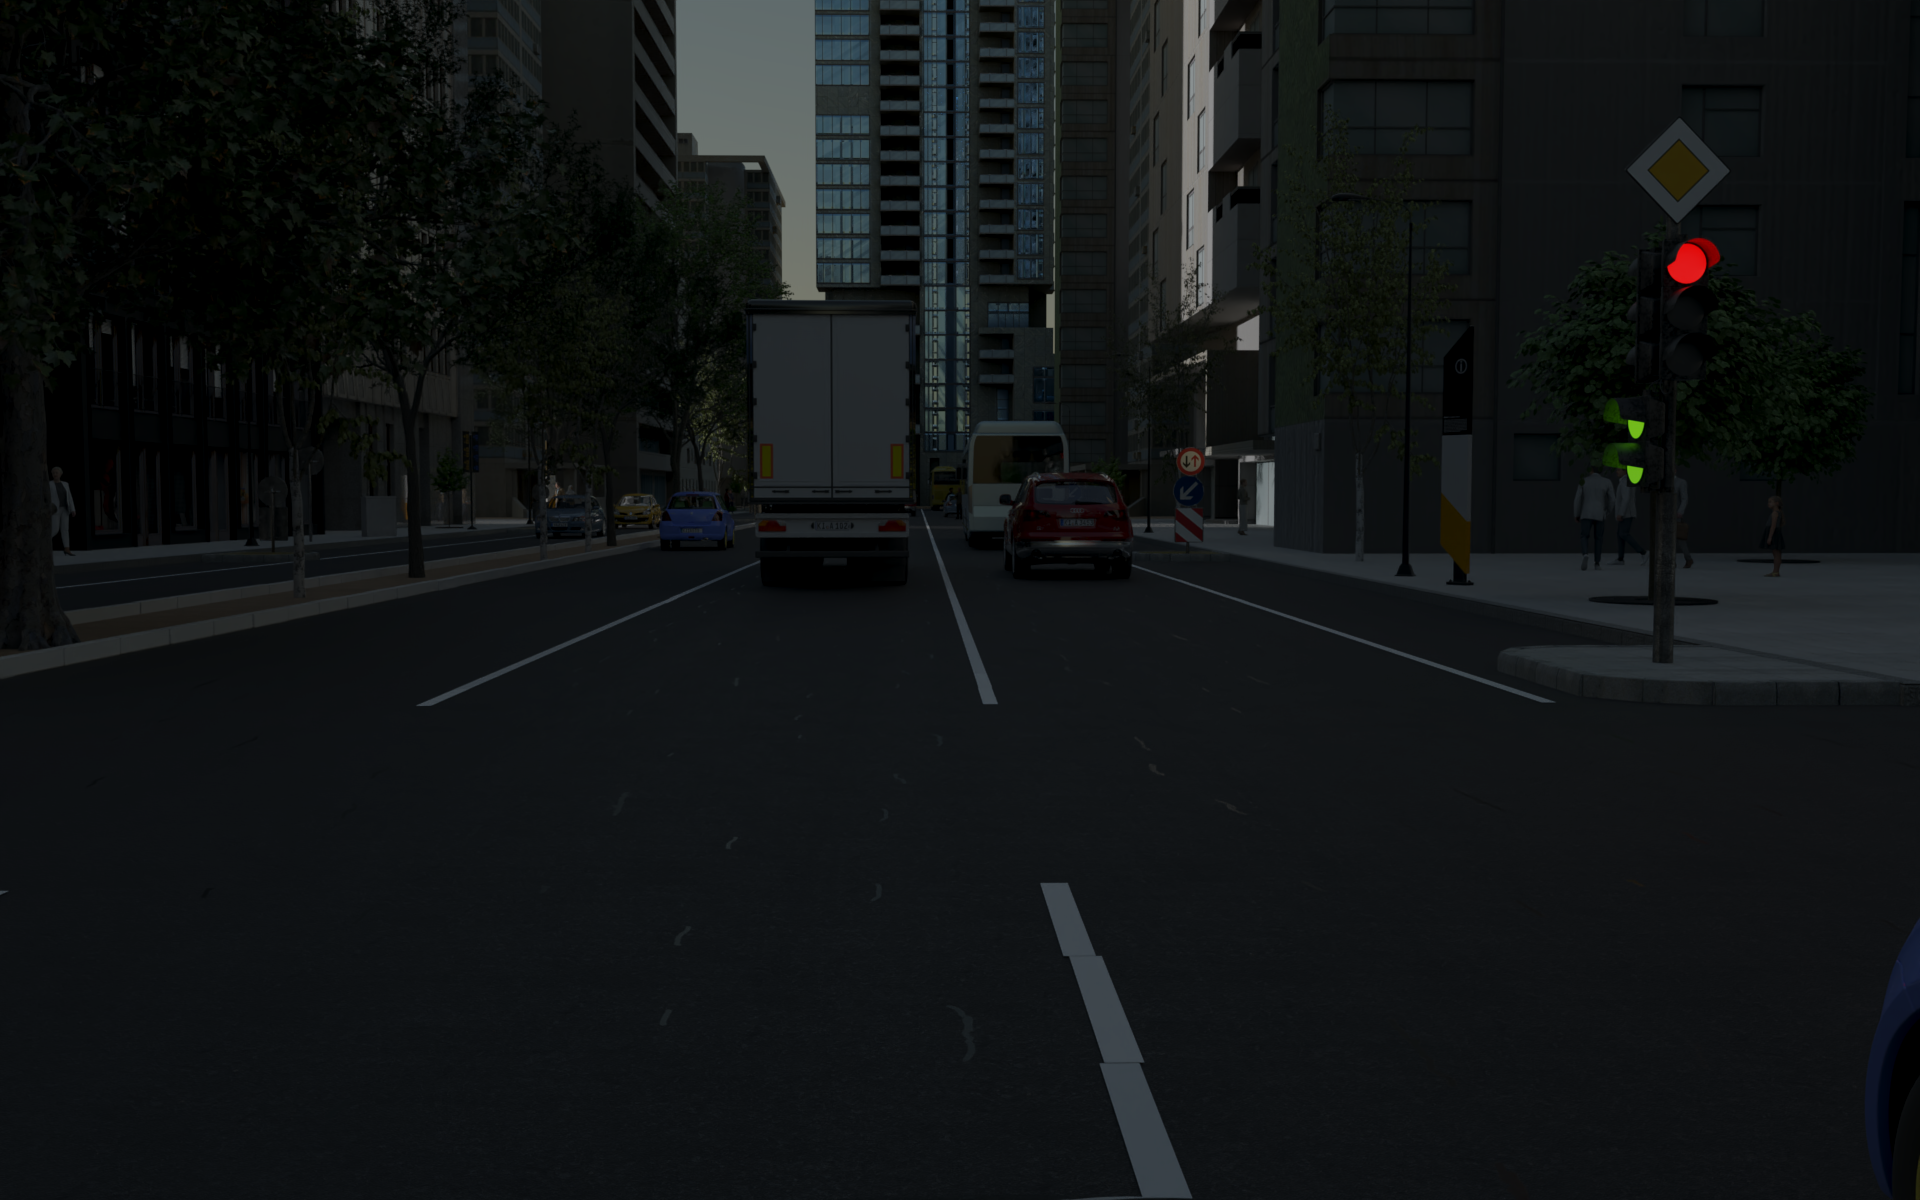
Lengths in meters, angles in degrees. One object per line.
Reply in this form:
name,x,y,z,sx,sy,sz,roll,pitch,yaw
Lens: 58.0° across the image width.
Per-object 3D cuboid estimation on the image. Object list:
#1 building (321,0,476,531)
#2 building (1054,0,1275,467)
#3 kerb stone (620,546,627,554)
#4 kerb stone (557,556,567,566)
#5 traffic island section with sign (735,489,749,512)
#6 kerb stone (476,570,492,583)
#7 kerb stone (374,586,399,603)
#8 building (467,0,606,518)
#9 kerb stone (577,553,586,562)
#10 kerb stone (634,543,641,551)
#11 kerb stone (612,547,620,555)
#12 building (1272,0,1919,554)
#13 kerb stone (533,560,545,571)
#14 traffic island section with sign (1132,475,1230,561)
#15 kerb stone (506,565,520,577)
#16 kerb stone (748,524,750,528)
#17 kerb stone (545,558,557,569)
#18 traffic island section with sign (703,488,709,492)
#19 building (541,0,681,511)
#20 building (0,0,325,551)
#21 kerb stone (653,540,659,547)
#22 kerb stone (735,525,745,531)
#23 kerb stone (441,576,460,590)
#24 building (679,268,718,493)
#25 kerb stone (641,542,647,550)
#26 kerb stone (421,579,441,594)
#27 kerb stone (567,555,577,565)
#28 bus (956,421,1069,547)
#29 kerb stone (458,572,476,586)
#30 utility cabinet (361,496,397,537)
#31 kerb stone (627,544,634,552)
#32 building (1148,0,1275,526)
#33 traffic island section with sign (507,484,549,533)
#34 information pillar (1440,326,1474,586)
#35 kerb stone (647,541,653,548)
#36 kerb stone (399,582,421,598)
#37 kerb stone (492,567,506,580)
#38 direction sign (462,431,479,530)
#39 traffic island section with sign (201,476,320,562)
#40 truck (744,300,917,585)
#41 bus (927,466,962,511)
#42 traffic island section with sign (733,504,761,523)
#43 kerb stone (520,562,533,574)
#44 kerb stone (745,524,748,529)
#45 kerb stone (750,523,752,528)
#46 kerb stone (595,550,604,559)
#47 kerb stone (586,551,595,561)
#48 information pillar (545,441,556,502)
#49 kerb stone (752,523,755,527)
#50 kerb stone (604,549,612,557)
building,-26.636,-15.037,63.879,12.078,24.808,19.932,0,4,-1
building,13.639,-26.908,123.547,14.154,41.232,14.086,0,4,-1
kerb stone,-8.207,-1.182,41.623,0.120,0.150,1.000,0,4,-1
kerb stone,-8.027,-0.739,34.444,0.120,0.150,1.000,0,4,-1
traffic island section with sign,-17.602,-8.145,141.799,1.989,1.847,2.006,0,4,-1
kerb stone,-7.870,-0.372,28.277,0.120,0.150,1.000,0,4,-1
kerb stone,-7.742,-0.059,23.158,0.120,0.150,1.000,0,4,-1
building,-37.429,-24.906,99.097,32.217,40.220,23.993,0,4,-1
kerb stone,-8.084,-0.868,36.493,0.120,0.150,1.000,0,4,-1
kerb stone,-8.258,-1.313,43.666,0.120,0.150,1.000,0,4,-1
kerb stone,-8.185,-1.115,40.593,0.120,0.150,1.000,0,4,-1
building,14.645,-21.982,43.000,14.154,41.232,14.086,0,4,-1
kerb stone,-7.975,-0.623,32.386,0.120,0.150,1.000,0,4,-1
traffic island section with sign,4.760,-1.783,37.778,1.989,1.847,2.006,0,4,-1
kerb stone,-7.919,-0.492,30.330,0.120,0.150,1.000,0,4,-1
kerb stone,-8.989,-3.069,72.369,0.120,0.150,1.000,0,4,-1
kerb stone,-7.997,-0.686,33.408,0.120,0.150,1.000,0,4,-1
traffic island section with sign,-16.925,-6.497,114.852,1.989,1.847,2.006,0,4,-1
building,-32.016,-30.484,122.116,21.300,48.544,21.600,0,4,-1
building,-26.039,-13.236,46.082,12.332,23.373,15.834,0,4,-1
kerb stone,-8.335,-1.501,46.741,0.120,0.150,1.000,0,4,-1
kerb stone,-8.930,-2.943,70.318,0.120,0.150,1.000,0,4,-1
kerb stone,-7.811,-0.241,26.234,0.120,0.150,1.000,0,4,-1
building,-36.791,-18.528,147.972,28.899,21.520,27.650,0,4,-1
kerb stone,-8.281,-1.375,44.689,0.120,0.150,1.000,0,4,-1
kerb stone,-7.795,-0.184,25.209,0.120,0.150,1.000,0,4,-1
kerb stone,-8.048,-0.812,35.465,0.120,0.150,1.000,0,4,-1
bus,1.400,-3.391,50.303,2.948,3.499,13.247,0,4,-1
kerb stone,-7.844,-0.309,27.255,0.120,0.150,1.000,0,4,-1
utility cabinet,-17.511,-2.509,52.183,0.306,1.237,1.020,3,5,41
kerb stone,-8.228,-1.251,42.645,0.120,0.150,1.000,0,4,-1
building,22.968,-29.502,71.604,28.713,52.752,27.495,0,4,-1
traffic island section with sign,-15.641,-3.410,64.386,1.989,1.847,2.006,0,4,-1
information pillar,7.000,-2.019,24.367,0.183,3.616,0.504,-2,4,-33
kerb stone,-8.313,-1.439,45.719,0.120,0.150,1.000,0,4,-1
kerb stone,-7.763,-0.121,24.186,0.120,0.150,1.000,0,4,-1
kerb stone,-7.900,-0.435,29.308,0.120,0.150,1.000,0,4,-1
direction sign,-17.631,-4.311,62.477,0.379,3.537,0.876,1,4,21
traffic island section with sign,-14.961,-1.753,37.289,1.989,1.847,2.006,0,4,-1
truck,-2.176,-2.552,30.647,2.839,4.237,11.283,0,4,-3
bus,-1.328,-9.871,152.935,2.896,3.916,12.252,0,4,-2
traffic island section with sign,-10.421,-4.861,87.611,2.006,1.907,1.989,0,4,-1
kerb stone,-7.944,-0.560,31.352,0.120,0.150,1.000,0,4,-1
kerb stone,-8.962,-3.006,71.347,0.120,0.150,1.000,0,4,-1
kerb stone,-9.016,-3.132,73.400,0.120,0.150,1.000,0,4,-1
kerb stone,-8.132,-1.000,38.548,0.120,0.150,1.000,0,4,-1
kerb stone,-8.108,-0.936,37.518,0.120,0.150,1.000,0,4,-1
information pillar,-18.110,-5.212,76.576,0.183,3.616,0.504,3,4,37
kerb stone,-9.038,-3.195,74.429,0.120,0.150,1.000,0,4,-1
kerb stone,-8.159,-1.057,39.571,0.120,0.150,1.000,0,4,-1
